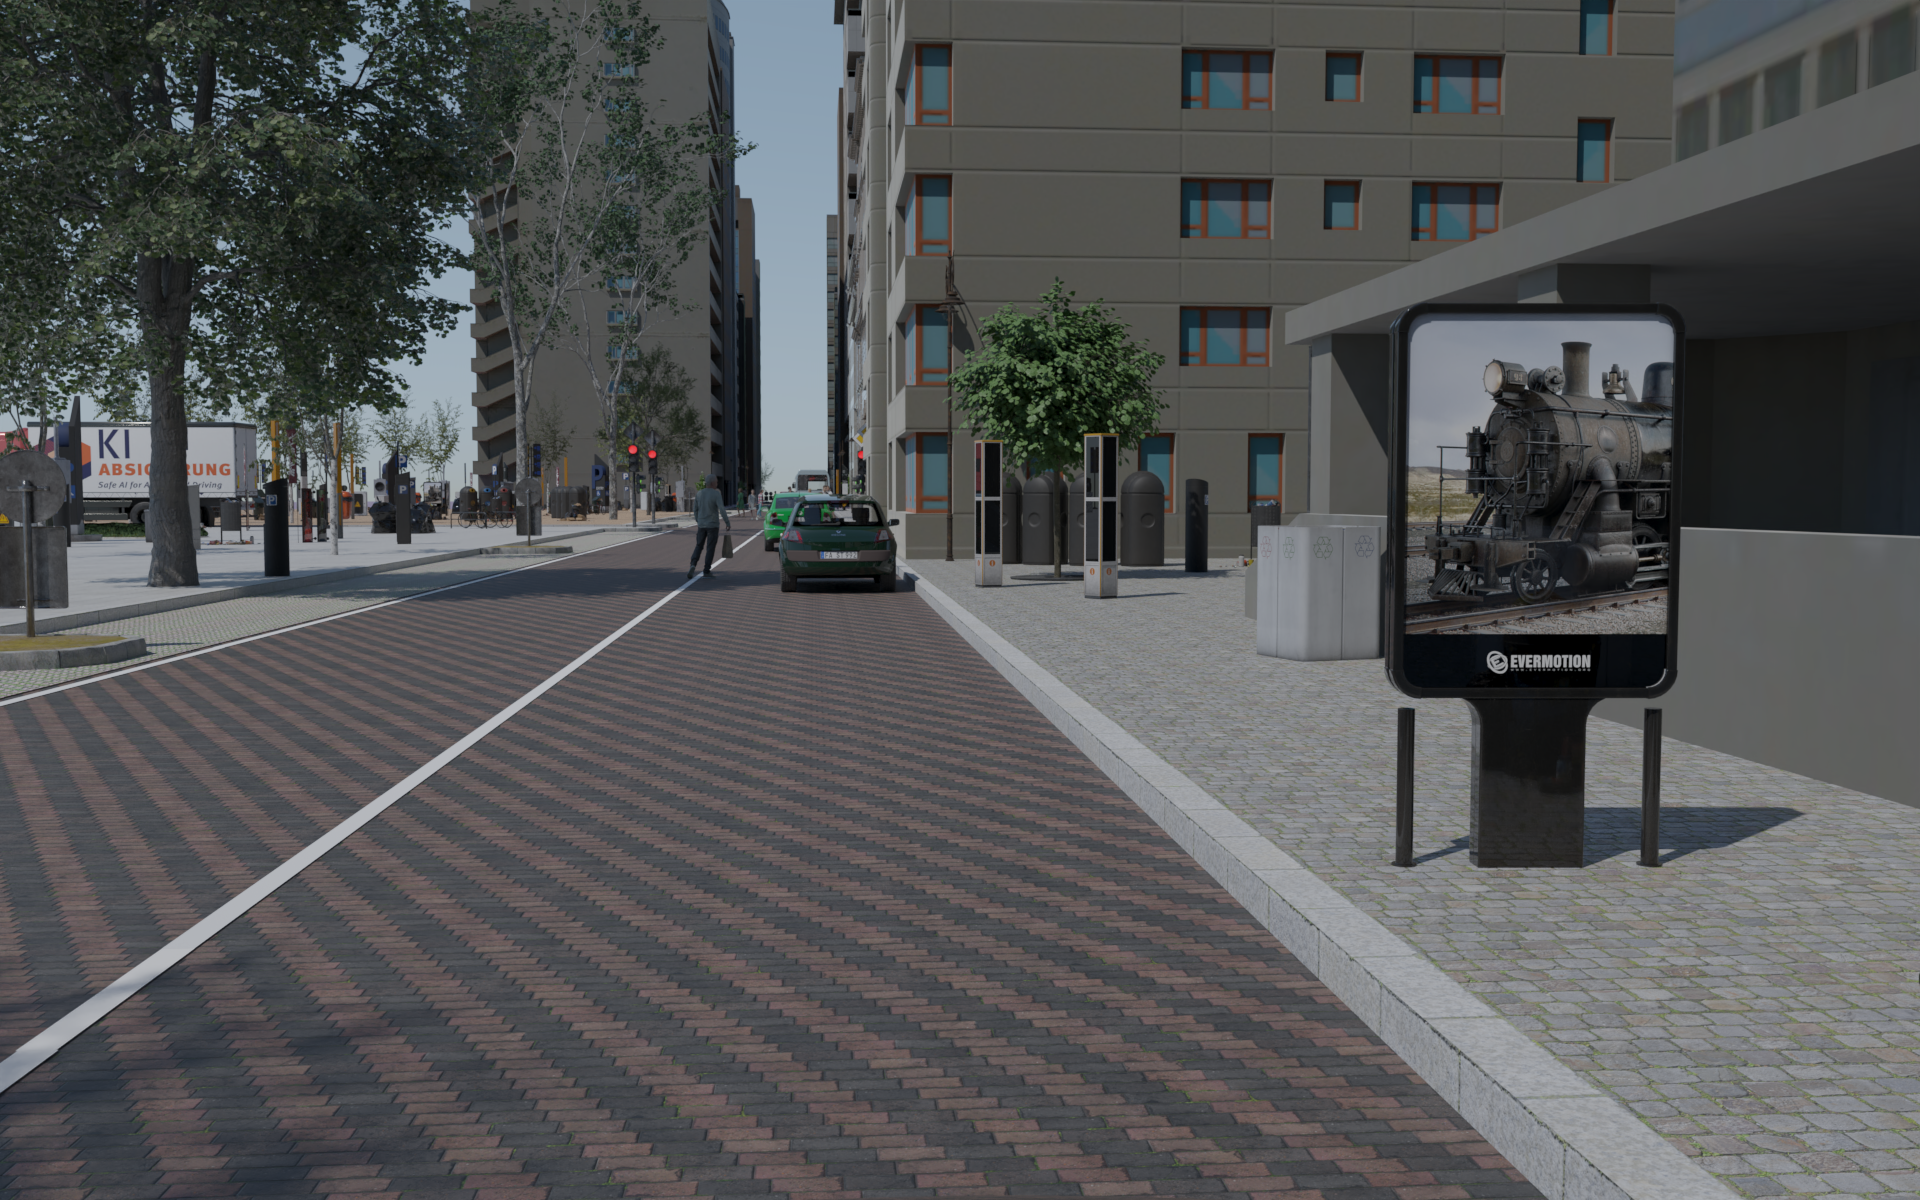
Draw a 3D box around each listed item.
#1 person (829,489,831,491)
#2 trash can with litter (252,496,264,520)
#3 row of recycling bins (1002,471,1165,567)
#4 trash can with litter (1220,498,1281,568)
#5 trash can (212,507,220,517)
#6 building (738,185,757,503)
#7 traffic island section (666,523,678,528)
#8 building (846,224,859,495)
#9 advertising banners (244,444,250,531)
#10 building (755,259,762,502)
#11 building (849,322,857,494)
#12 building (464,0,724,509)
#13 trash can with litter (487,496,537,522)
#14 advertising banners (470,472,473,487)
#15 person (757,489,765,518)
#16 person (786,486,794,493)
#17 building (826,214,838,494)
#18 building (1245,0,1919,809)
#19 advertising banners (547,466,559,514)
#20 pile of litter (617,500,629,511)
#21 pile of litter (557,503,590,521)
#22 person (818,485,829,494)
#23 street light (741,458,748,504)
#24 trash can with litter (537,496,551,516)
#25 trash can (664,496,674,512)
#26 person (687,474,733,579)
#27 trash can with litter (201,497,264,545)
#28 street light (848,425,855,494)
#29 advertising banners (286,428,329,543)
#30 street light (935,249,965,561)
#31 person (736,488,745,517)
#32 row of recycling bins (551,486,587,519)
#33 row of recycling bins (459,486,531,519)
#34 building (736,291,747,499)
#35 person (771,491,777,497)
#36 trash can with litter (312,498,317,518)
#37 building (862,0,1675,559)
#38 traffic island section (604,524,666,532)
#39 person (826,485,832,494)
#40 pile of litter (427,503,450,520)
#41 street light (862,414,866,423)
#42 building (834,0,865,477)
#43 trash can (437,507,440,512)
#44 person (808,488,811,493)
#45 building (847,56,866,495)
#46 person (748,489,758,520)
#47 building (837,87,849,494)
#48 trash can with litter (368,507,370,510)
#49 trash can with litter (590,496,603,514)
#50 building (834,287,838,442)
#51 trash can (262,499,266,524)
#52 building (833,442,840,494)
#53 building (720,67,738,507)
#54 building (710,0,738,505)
[{"bbox_3d":[-6.769,-4.985,90.346,0.599,1.781,0.374,1,4,19],"label":"person"},{"bbox_3d":[-34.068,-4.470,84.475,1.055,1.170,0.624,3,5,44],"label":"trash can with litter"},{"bbox_3d":[2.003,-1.482,31.337,3.534,1.692,1.069,2,4,24],"label":"row of recycling bins"},{"bbox_3d":[5.774,-1.192,30.548,2.233,1.210,1.678,1,4,16],"label":"trash can with litter"},{"bbox_3d":[-41.284,-5.184,96.406,0.748,1.137,0.748,0,3,0],"label":"trash can"},{"bbox_3d":[-37.083,-36.933,253.959,14.600,45.320,14.200,0,4,-5],"label":"building"},{"bbox_3d":[-13.206,-3.196,74.540,2.009,0.180,2.903,0,4,-5],"label":"traffic island section"},{"bbox_3d":[-1.140,-17.138,122.003,13.314,21.916,24.055,0,4,-5],"label":"building"},{"bbox_3d":[-25.014,-3.946,60.709,0.090,3.025,2.074,-1,4,-19],"label":"advertising banners"},{"bbox_3d":[-40.890,-37.255,292.713,14.154,41.232,14.086,0,4,-5],"label":"building"},{"bbox_3d":[-3.738,-17.589,142.324,10.420,20.320,16.860,0,4,-5],"label":"building"},{"bbox_3d":[-33.231,-32.768,159.455,21.300,48.544,21.600,0,4,-5],"label":"building"},{"bbox_3d":[-21.192,-4.263,80.758,2.233,1.210,1.678,-2,4,-29],"label":"trash can with litter"},{"bbox_3d":[-39.921,-8.821,140.410,0.090,3.025,2.074,-3,4,-39],"label":"advertising banners"},{"bbox_3d":[-12.174,-5.885,105.553,0.643,1.720,0.563,-1,4,-21],"label":"person"},{"bbox_3d":[-9.033,-5.189,93.152,0.655,1.846,0.447,-3,4,-36],"label":"person"},{"bbox_3d":[-12.576,-34.967,255.308,14.154,41.232,14.086,0,4,-5],"label":"building"},{"bbox_3d":[19.608,-19.537,11.309,32.217,40.220,23.993,0,4,-5],"label":"building"},{"bbox_3d":[-25.877,-6.977,110.254,0.090,3.025,2.074,-2,4,-33],"label":"advertising banners"},{"bbox_3d":[-26.244,-7.357,134.252,1.176,0.858,1.719,0,4,3],"label":"pile of litter"},{"bbox_3d":[-18.251,-4.176,82.248,1.719,0.858,1.176,1,4,18],"label":"pile of litter"},{"bbox_3d":[-6.070,-4.184,76.873,0.622,1.834,0.822,-3,5,-41],"label":"person"},{"bbox_3d":[-27.591,-15.122,220.039,0.468,5.910,1.993,0,4,-5],"label":"street light"},{"bbox_3d":[-24.724,-5.565,102.051,1.678,1.210,2.233,2,4,25],"label":"trash can with litter"},{"bbox_3d":[-20.925,-6.903,124.520,0.748,1.137,0.748,0,3,0],"label":"trash can"},{"bbox_3d":[-4.195,-1.240,29.264,0.782,1.767,0.515,2,4,25],"label":"person"},{"bbox_3d":[-18.875,-2.018,44.044,2.233,1.210,1.678,0,4,3],"label":"trash can with litter"},{"bbox_3d":[-7.238,-8.753,115.905,0.468,5.910,1.993,0,4,-5],"label":"street light"},{"bbox_3d":[-17.232,-3.028,45.703,0.090,3.025,2.074,1,4,8],"label":"advertising banners"},{"bbox_3d":[-0.196,-3.680,32.952,0.468,5.910,1.993,0,4,-5],"label":"street light"},{"bbox_3d":[-13.522,-5.999,106.831,0.529,1.795,0.600,1,4,11],"label":"person"},{"bbox_3d":[-20.438,-5.087,90.291,1.069,1.692,3.534,-2,4,-33],"label":"row of recycling bins"},{"bbox_3d":[-23.877,-5.007,88.970,3.534,1.692,1.069,-1,4,-20],"label":"row of recycling bins"},{"bbox_3d":[-36.895,-28.592,239.176,14.160,30.474,14.107,0,4,-5],"label":"building"},{"bbox_3d":[-19.287,-10.446,179.830,0.750,1.759,0.617,-2,4,-32],"label":"person"},{"bbox_3d":[-34.049,-4.913,91.716,1.055,1.170,0.624,-1,4,-8],"label":"trash can with litter"},{"bbox_3d":[11.495,-12.464,48.831,27.650,21.520,28.899,0,4,-5],"label":"building"},{"bbox_3d":[-12.533,-2.710,66.583,2.009,0.180,2.903,0,4,-5],"label":"traffic island section"},{"bbox_3d":[-6.105,-4.358,79.851,0.679,1.850,0.850,3,5,40],"label":"person"},{"bbox_3d":[-26.183,-4.403,85.950,1.719,0.858,1.176,2,4,24],"label":"pile of litter"},{"bbox_3d":[-4.382,-6.659,81.660,0.468,5.910,1.993,0,4,-5],"label":"street light"},{"bbox_3d":[2.415,-35.381,167.716,28.713,52.752,27.495,0,4,-5],"label":"building"},{"bbox_3d":[-32.842,-5.913,108.339,0.748,1.137,0.748,0,3,0],"label":"trash can"},{"bbox_3d":[-9.383,-6.093,108.472,0.624,1.780,0.694,2,4,34],"label":"person"},{"bbox_3d":[0.175,-18.352,97.326,12.463,27.353,25.104,0,4,-5],"label":"building"},{"bbox_3d":[-11.544,-5.324,96.551,0.512,1.701,0.522,-1,4,-17],"label":"person"},{"bbox_3d":[-6.257,-32.906,188.126,14.600,45.320,14.200,0,4,-5],"label":"building"},{"bbox_3d":[-47.341,-7.739,137.921,1.055,1.170,0.624,1,4,23],"label":"trash can with litter"},{"bbox_3d":[-23.854,-6.209,112.897,0.624,1.170,1.055,3,5,40],"label":"trash can with litter"},{"bbox_3d":[-10.541,-28.745,241.687,14.160,30.474,14.107,0,4,-5],"label":"building"},{"bbox_3d":[-21.199,-2.564,53.575,0.748,1.137,0.748,0,3,0],"label":"trash can"},{"bbox_3d":[-4.138,-54.863,209.685,22.319,86.520,31.000,0,4,-5],"label":"building"},{"bbox_3d":[-30.931,-32.311,178.394,14.600,45.320,14.200,0,4,-5],"label":"building"},{"bbox_3d":[-36.921,-40.167,198.729,21.231,58.520,28.212,0,4,-5],"label":"building"}]
